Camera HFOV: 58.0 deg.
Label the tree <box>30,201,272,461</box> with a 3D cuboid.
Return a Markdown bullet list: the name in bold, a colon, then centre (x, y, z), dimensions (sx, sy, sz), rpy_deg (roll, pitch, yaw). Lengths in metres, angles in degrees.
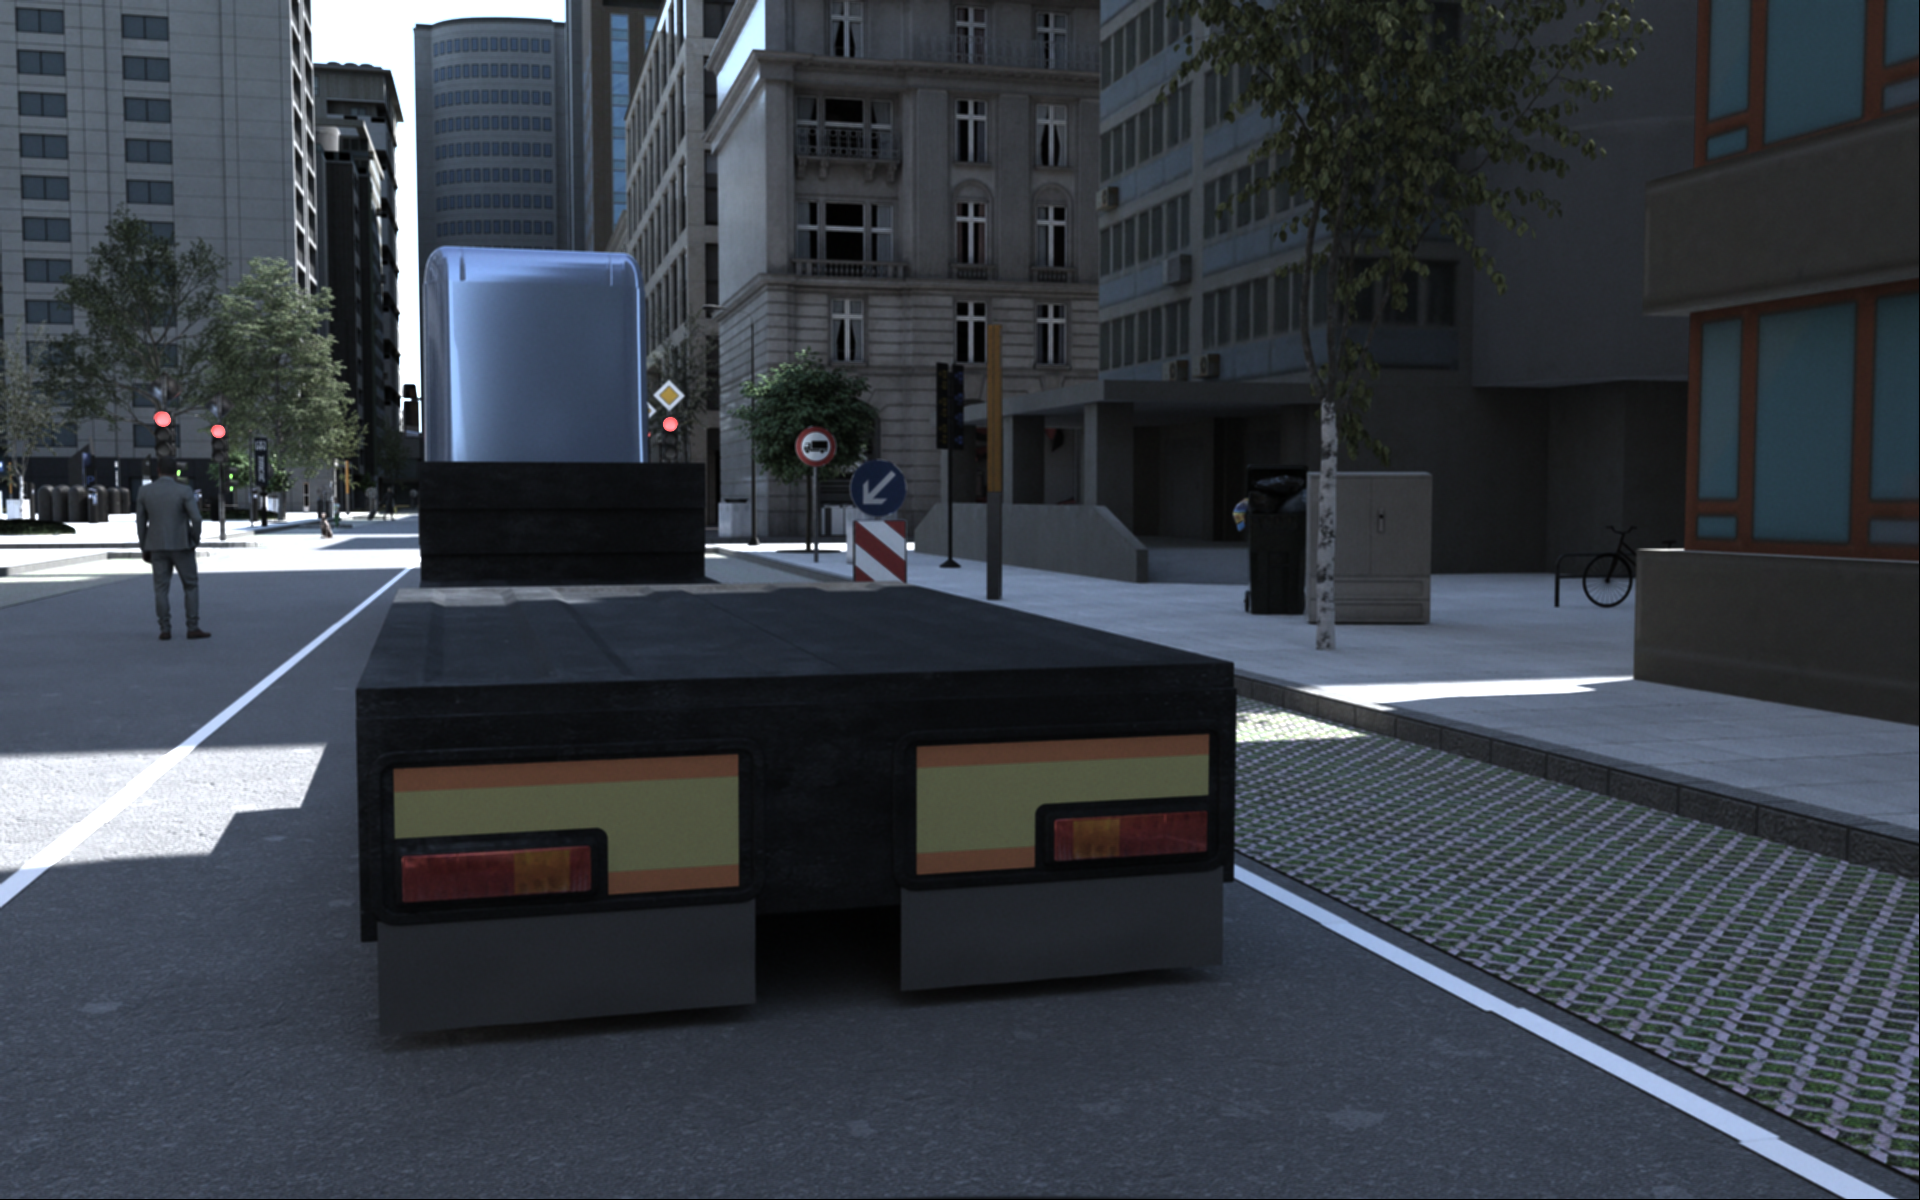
- **tree**: centre (-26.222, -7.446, 56.163), dimensions (7.601, 10.594, 8.767), rpy_deg (-2, 4, -30)

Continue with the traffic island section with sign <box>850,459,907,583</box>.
- **traffic island section with sign**: centre (-1.219, -0.720, 20.397), dimensions (1.989, 1.847, 2.006), rpy_deg (-1, 4, -15)

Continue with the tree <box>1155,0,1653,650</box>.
- **tree**: centre (3.257, -3.895, 14.045), dimensions (4.737, 8.622, 4.395), rpy_deg (0, 3, 0)

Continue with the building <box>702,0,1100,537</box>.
- **building**: centre (3.888, -13.349, 60.063), dimensions (24.055, 21.916, 13.314), rpy_deg (-1, 4, -15)

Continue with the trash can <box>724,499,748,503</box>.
- **trash can**: centre (-6.676, -2.448, 51.686), dimensions (0.748, 1.137, 0.748), rpy_deg (0, 3, 0)

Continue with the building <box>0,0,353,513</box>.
- **building**: centre (-55.723, -42.007, 125.061), dimensions (20.563, 71.187, 20.611), rpy_deg (-1, 4, -15)

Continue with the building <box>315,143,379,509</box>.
- **building**: centre (-56.623, -22.796, 144.417), dimensions (14.160, 30.474, 14.107), rpy_deg (-1, 4, -15)

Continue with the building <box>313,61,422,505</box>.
- **building**: centre (-80.037, -38.016, 210.792), dimensions (27.495, 52.752, 28.713), rpy_deg (-1, 4, -15)

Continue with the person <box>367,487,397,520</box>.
- **person**: centre (-31.446, -5.237, 94.342), dimensions (1.509, 1.804, 0.699), rpy_deg (0, 4, 0)

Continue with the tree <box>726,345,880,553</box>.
- **tree**: centre (-3.441, -3.336, 38.263), dimensions (4.285, 4.588, 4.351), rpy_deg (0, 3, 0)

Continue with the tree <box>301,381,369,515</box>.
- **tree**: centre (-39.226, -9.652, 108.178), dimensions (4.737, 8.622, 4.395), rpy_deg (0, 3, 0)

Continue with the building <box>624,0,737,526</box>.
- **building**: centre (-5.982, -17.348, 88.158), dimensions (19.350, 26.468, 34.151), rpy_deg (-1, 4, -15)

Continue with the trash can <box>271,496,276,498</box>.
- **trash can**: centre (-44.724, -6.229, 113.491), dimensions (0.748, 1.137, 0.748), rpy_deg (0, 3, 0)

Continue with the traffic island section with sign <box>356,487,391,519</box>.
- **traffic island section with sign**: centre (-33.419, -5.496, 98.492), dimensions (1.989, 1.847, 2.006), rpy_deg (-1, 4, -15)

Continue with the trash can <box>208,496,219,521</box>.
- **trash can**: centre (-34.937, -4.269, 81.456), dimensions (0.748, 1.137, 0.748), rpy_deg (0, 3, 0)

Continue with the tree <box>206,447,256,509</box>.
- **tree**: centre (-45.992, -7.711, 109.791), dimensions (4.285, 4.588, 4.351), rpy_deg (0, 3, 0)

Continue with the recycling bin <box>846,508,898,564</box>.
- **recycling bin**: centre (-1.615, -1.175, 31.772), dimensions (0.722, 1.027, 0.722), rpy_deg (-2, 4, -33)

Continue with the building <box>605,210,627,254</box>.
- **building**: centre (-17.078, -17.035, 114.675), dimensions (11.583, 22.565, 21.152), rpy_deg (-1, 4, -15)

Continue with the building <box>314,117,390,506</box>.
- **building**: centre (-70.062, -29.399, 172.562), dimensions (23.993, 40.220, 32.217), rpy_deg (-1, 4, -15)

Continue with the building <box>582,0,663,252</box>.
- **building**: centre (-23.657, -30.169, 143.374), dimensions (14.600, 45.320, 14.200), rpy_deg (-1, 4, -15)

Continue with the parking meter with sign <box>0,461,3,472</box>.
- **parking meter with sign**: centre (-51.594, -5.884, 92.457), dimensions (0.543, 3.016, 1.738), rpy_deg (-3, 5, -44)

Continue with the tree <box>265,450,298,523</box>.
- **tree**: centre (-30.516, -5.042, 77.030), dimensions (1.663, 3.219, 1.824), rpy_deg (0, 3, 0)

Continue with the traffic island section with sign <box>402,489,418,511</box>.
- **traffic island section with sign**: centre (-46.036, -8.409, 146.121), dimensions (1.989, 1.847, 2.006), rpy_deg (-1, 4, -15)

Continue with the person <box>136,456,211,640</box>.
- **person**: centre (-7.781, -0.520, 17.095), dimensions (0.635, 1.810, 0.391), rpy_deg (-1, 4, -16)

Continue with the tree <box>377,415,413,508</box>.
- **tree**: centre (-52.024, -12.733, 158.551), dimensions (4.737, 8.622, 4.395), rpy_deg (0, 3, 0)

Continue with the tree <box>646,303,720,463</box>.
- **tree**: centre (-10.736, -7.069, 65.940), dimensions (4.360, 8.622, 3.978), rpy_deg (0, 3, 0)

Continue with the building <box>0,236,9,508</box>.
- **building**: centre (-96.820, -31.536, 170.233), dimensions (28.867, 44.769, 22.147), rpy_deg (-1, 4, -15)

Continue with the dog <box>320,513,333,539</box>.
- **dog**: centre (-20.392, -2.397, 56.026), dimensions (0.513, 0.831, 0.800), rpy_deg (3, 5, 42)

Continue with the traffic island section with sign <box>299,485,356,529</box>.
- **traffic island section with sign**: centre (-26.510, -3.902, 72.433), dimensions (1.989, 1.847, 2.006), rpy_deg (-1, 4, -15)

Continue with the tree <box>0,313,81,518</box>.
- **tree**: centre (-38.507, -7.393, 71.241), dimensions (4.360, 8.622, 3.978), rpy_deg (0, 3, 0)

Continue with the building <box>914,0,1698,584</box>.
- **building**: centre (16.337, -20.955, 34.492), dimensions (32.217, 40.220, 23.993), rpy_deg (-1, 4, -15)

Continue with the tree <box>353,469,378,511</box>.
- **tree**: centre (-45.006, -8.387, 131.730), dimensions (1.663, 3.219, 1.824), rpy_deg (0, 3, 0)

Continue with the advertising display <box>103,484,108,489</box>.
- **advertising display**: centre (-56.941, -6.741, 115.436), dimensions (0.123, 1.923, 0.974), rpy_deg (-2, 4, -35)

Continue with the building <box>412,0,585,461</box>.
- **building**: centre (-51.994, -41.071, 213.515), dimensions (28.212, 58.520, 21.231), rpy_deg (-1, 4, -15)

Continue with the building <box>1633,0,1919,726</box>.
- **building**: centre (21.723, -9.534, 0.920), dimensions (27.650, 21.520, 28.899), rpy_deg (-1, 4, -15)

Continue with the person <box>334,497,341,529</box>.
- **person**: centre (-25.335, -3.530, 70.456), dimensions (0.306, 1.304, 0.590), rpy_deg (0, 4, 7)

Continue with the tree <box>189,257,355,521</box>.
- **tree**: centre (-33.161, -10.124, 83.658), dimensions (7.486, 12.596, 7.792), rpy_deg (0, 3, 0)

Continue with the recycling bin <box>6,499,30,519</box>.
- **recycling bin**: centre (-44.214, -4.205, 81.310), dimensions (0.722, 1.027, 0.722), rpy_deg (1, 4, 9)
